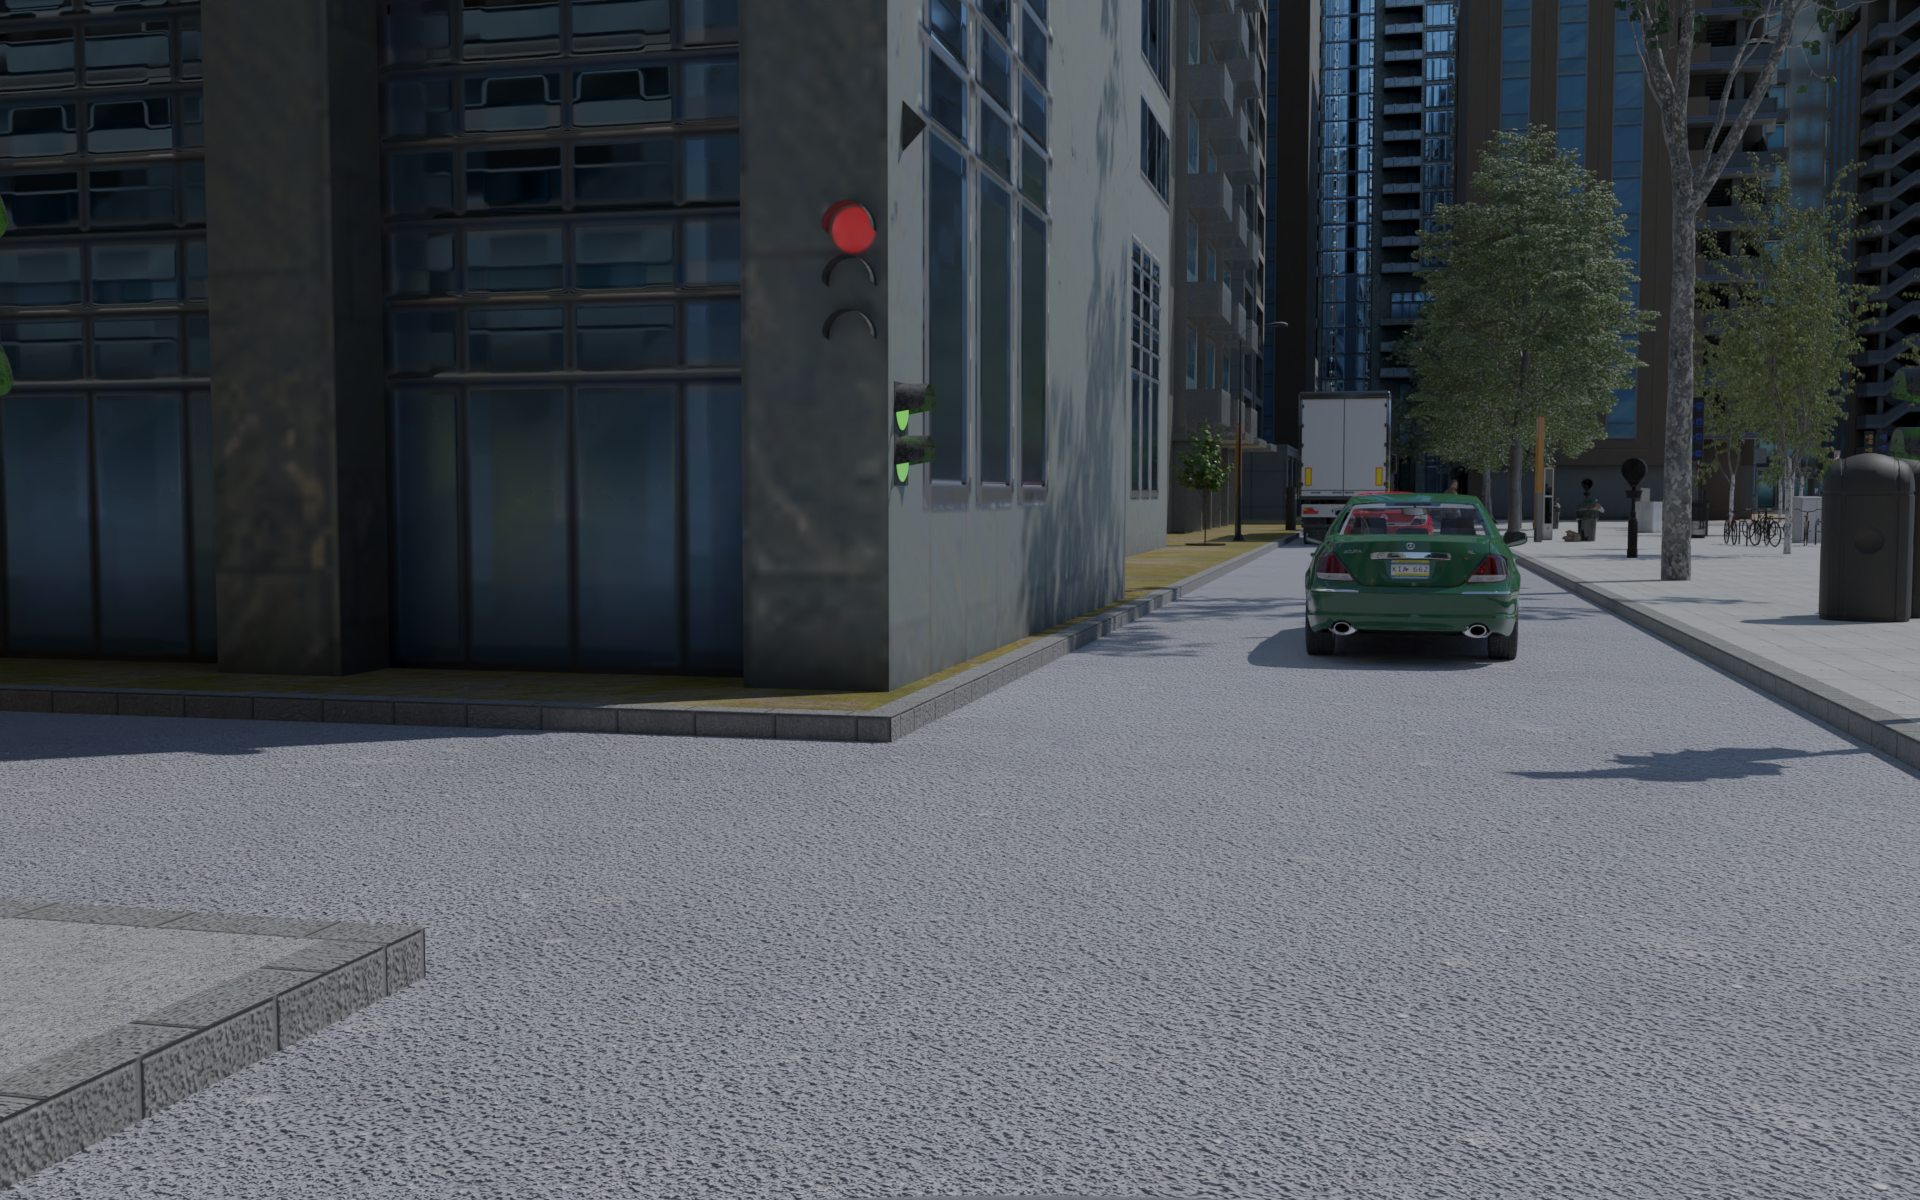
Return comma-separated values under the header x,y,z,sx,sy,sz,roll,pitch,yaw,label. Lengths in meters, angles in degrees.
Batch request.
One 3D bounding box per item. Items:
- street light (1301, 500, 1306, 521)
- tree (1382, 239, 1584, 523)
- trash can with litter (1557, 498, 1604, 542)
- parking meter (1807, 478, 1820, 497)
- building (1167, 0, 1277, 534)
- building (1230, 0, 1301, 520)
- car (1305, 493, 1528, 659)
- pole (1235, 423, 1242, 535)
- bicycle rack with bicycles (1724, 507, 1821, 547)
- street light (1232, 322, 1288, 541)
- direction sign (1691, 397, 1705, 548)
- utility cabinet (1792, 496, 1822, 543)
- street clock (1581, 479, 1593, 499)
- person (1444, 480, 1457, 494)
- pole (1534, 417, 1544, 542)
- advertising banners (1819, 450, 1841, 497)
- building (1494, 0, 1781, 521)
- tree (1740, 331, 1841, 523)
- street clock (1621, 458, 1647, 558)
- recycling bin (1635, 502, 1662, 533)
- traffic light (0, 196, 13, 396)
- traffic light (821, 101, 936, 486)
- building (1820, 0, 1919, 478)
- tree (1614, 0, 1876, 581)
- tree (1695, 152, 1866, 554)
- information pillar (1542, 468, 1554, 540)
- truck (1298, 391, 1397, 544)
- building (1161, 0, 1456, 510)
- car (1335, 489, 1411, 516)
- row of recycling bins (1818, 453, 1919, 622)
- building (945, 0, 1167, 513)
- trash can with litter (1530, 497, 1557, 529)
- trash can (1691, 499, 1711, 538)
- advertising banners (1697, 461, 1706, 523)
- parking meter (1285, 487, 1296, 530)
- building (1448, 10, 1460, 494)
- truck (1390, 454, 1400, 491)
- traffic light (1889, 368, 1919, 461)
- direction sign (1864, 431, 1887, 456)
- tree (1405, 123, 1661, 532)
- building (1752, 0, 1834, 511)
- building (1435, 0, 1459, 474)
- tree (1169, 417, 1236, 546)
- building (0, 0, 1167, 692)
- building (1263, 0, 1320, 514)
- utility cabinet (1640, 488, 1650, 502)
x,y,z,sx,sy,sz,roll,pitch,yaw,label
16.706,-6.635,81.020,1.470,5.913,1.316,1,4,14,street light
22.962,-9.687,75.391,9.611,12.733,9.660,0,3,0,tree
16.739,-2.152,46.566,1.055,1.170,0.624,-2,4,-31,trash can with litter
31.791,-3.598,64.535,0.399,1.863,0.255,-2,4,-27,parking meter
-0.380,-27.268,65.437,23.786,49.044,30.456,1,4,14,building
8.703,-40.225,95.933,20.563,71.187,20.611,1,4,14,building
4.346,-0.294,16.600,2.131,1.459,4.920,1,4,15,car
8.036,-3.433,49.979,0.158,3.312,0.155,0,3,0,pole
20.275,-1.810,42.982,2.852,0.926,2.925,1,4,20,bicycle rack with bicycles
8.147,-4.555,47.018,1.470,5.913,1.316,1,4,14,street light
17.074,-2.985,40.799,0.379,3.537,0.876,-3,4,-38,direction sign
22.304,-2.100,45.492,1.020,1.237,0.306,-2,4,-30,utility cabinet
29.303,-4.673,80.969,0.471,2.002,0.358,0,4,4,street clock
13.994,-2.504,49.346,0.656,1.842,0.836,3,4,38,person
15.358,-3.186,45.941,0.158,3.312,0.155,0,3,0,pole
34.532,-4.455,69.034,2.074,3.025,0.090,-2,4,-35,advertising banners
33.303,-26.898,89.899,14.600,45.320,14.200,1,4,14,building
36.847,-7.770,77.399,4.360,8.622,3.978,0,3,0,tree
13.523,-1.848,34.784,0.471,2.002,0.358,2,4,29,street clock
22.806,-2.748,57.482,0.722,1.027,0.722,-3,5,-43,recycling bin
-2.507,-0.903,3.685,0.839,4.253,0.868,1,4,14,traffic light
-0.603,-1.377,11.440,0.839,4.253,0.868,1,4,14,traffic light
79.250,-29.929,139.455,14.200,45.320,14.600,1,4,14,building
11.638,-10.287,24.087,12.611,20.169,13.585,0,3,0,tree
17.510,-5.279,36.678,4.737,8.622,4.395,0,3,0,tree
16.300,-2.674,48.205,0.304,2.012,0.304,-1,4,-12,information pillar
11.824,-3.901,52.690,2.839,4.237,11.283,1,4,14,truck
37.777,-52.751,175.152,31.000,86.520,22.319,1,4,14,building
8.752,-1.617,35.470,2.155,1.783,4.494,1,4,15,car
10.229,-0.701,18.581,1.069,1.692,3.534,3,5,45,row of recycling bins
16.689,-51.179,149.441,31.000,86.520,22.319,1,4,14,building
21.323,-3.163,63.104,1.055,1.170,0.624,1,4,23,trash can with litter
21.388,-2.361,50.260,0.748,1.137,0.748,0,3,0,trash can
27.125,-4.112,63.427,0.090,3.025,2.074,1,4,16,advertising banners
11.771,-3.254,61.611,0.372,1.533,0.369,0,3,0,parking meter
36.770,-20.327,104.050,14.160,30.474,14.107,1,4,14,building
30.738,-8.439,126.891,2.839,4.237,11.283,1,4,15,truck
5.822,-1.282,9.885,0.839,4.253,0.868,1,4,14,traffic light
33.111,-4.325,62.712,0.876,3.537,0.379,0,4,-8,direction sign
17.685,-8.289,53.659,7.486,12.596,7.792,0,3,0,tree
81.966,-33.432,166.227,30.456,49.044,23.786,1,4,14,building
50.859,-31.727,138.349,23.786,49.044,30.456,1,4,14,building
6.231,-2.974,43.228,1.663,3.219,1.824,0,3,0,tree
-7.609,-43.645,26.262,22.319,86.520,31.000,1,4,14,building
15.993,-28.301,112.826,14.600,45.320,14.200,1,4,14,building
24.383,-3.239,61.634,0.318,1.500,1.173,1,4,20,utility cabinet
